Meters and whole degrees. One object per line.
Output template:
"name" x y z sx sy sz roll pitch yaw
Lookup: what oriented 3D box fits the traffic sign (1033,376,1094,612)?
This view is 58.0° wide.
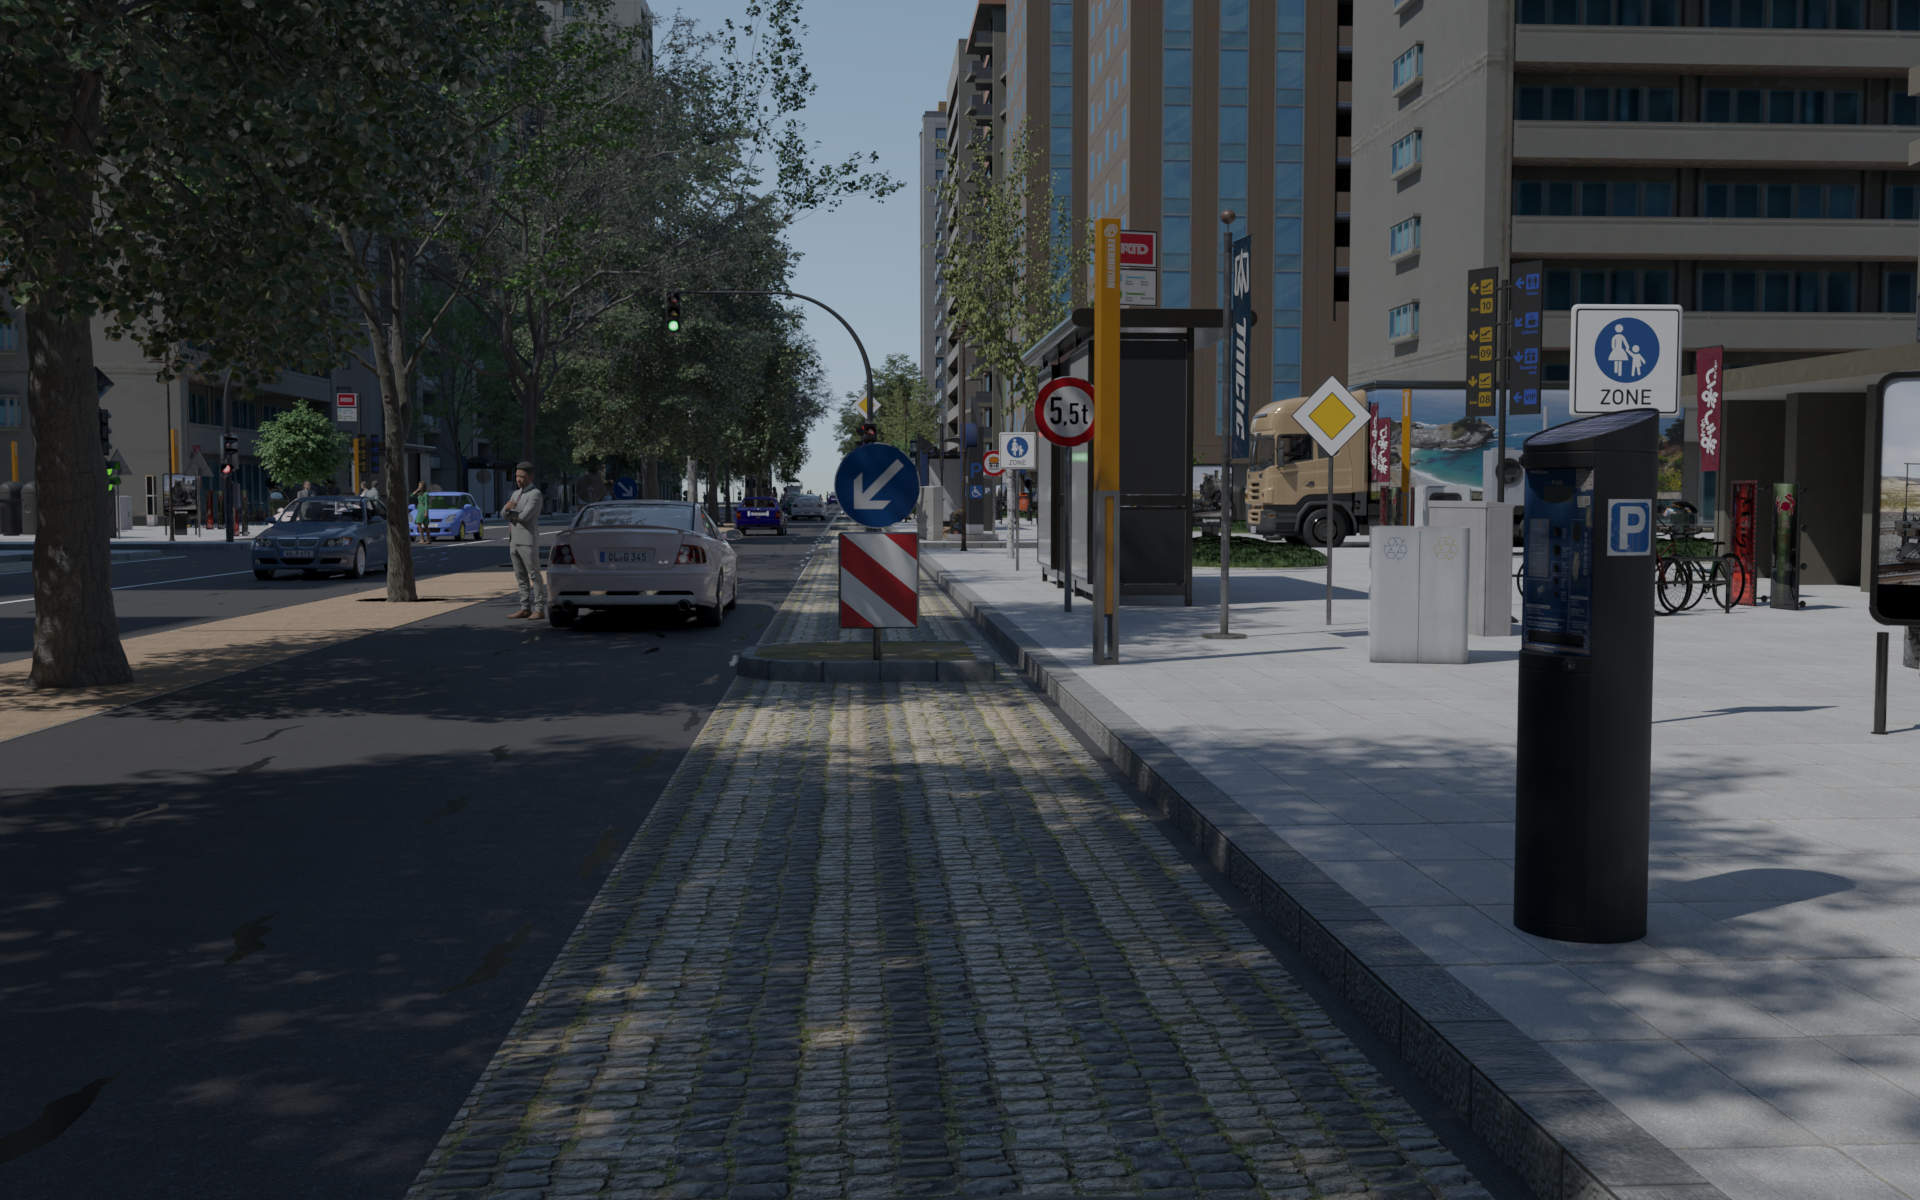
"traffic sign" 1.177 -1.143 18.797 0.768 2.556 0.104 0 4 1

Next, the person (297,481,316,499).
"person" -18.783 -2.523 49.847 0.767 1.812 0.694 3 5 43

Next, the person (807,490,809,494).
"person" -15.127 -10.053 172.883 1.348 1.822 0.705 3 5 39

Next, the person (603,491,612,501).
"person" -21.352 -5.794 105.041 0.589 1.601 0.330 0 4 -3

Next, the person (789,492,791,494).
"person" -22.349 -13.323 227.042 1.217 1.736 0.721 -3 5 -42

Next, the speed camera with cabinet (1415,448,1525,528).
"speed camera with cabinet" 10.178 -2.462 34.583 2.038 3.252 0.660 0 4 -1

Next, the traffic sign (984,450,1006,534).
"traffic sign" 0.985 -3.066 50.238 0.768 2.556 0.104 0 4 1

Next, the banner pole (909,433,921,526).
"banner pole" -1.798 -4.934 70.692 0.401 3.779 0.863 -3 5 -43

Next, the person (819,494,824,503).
"person" -10.802 -7.469 133.885 0.557 1.426 1.065 -3 4 -39

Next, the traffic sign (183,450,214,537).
"traffic sign" -22.560 -3.138 51.312 0.884 2.594 0.081 0 4 -3

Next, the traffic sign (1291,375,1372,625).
"traffic sign" 3.609 -0.961 16.892 0.795 2.450 0.064 0 4 -3

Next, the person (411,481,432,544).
"person" -15.254 -2.479 49.287 0.600 1.795 0.529 3 5 39

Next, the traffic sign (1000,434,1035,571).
"traffic sign" 0.959 -1.636 28.876 0.606 2.300 0.079 0 4 6

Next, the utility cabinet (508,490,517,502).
"utility cabinet" -25.748 -5.652 101.089 1.173 1.500 0.318 -3 4 -38

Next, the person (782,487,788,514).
"person" -9.770 -5.368 96.282 0.388 1.821 0.555 -1 4 -19

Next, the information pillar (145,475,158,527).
"information pillar" -31.773 -3.889 68.085 0.304 2.012 0.304 0 4 1

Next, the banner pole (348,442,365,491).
"banner pole" -25.558 -5.111 73.581 0.863 3.779 0.401 0 4 -3

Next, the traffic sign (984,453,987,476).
"traffic sign" 0.574 -3.204 52.484 0.768 2.556 0.104 0 4 4

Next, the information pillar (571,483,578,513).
"information pillar" -26.441 -6.994 118.848 0.304 2.012 0.304 1 4 17

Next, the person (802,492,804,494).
"person" -20.792 -13.423 228.692 1.217 1.736 0.721 0 4 6

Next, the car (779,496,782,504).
"car" -25.325 -14.626 251.720 1.945 1.354 3.894 0 4 -2

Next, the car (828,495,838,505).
"car" -16.356 -12.998 225.100 1.945 1.354 3.894 0 4 -5

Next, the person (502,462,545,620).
"person" -5.020 -0.681 19.811 0.511 1.800 0.466 2 4 29

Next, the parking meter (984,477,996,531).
"parking meter" 1.005 -3.305 59.744 0.399 1.863 0.255 1 4 23

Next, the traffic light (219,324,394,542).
"traffic light" -17.341 -4.373 46.168 4.771 5.953 1.251 0 4 -4

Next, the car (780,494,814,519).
"car" -9.526 -5.494 101.633 2.131 1.459 4.920 0 4 -3

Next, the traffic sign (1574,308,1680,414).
"traffic sign" 3.601 -0.448 9.448 0.606 2.300 0.079 0 4 -3

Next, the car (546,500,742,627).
"car" -3.606 -0.473 20.102 2.083 1.381 4.827 0 4 -4

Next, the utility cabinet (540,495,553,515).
"utility cabinet" -25.685 -5.868 107.101 1.020 1.237 0.306 1 4 9

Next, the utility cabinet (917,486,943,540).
"utility cabinet" -0.844 -2.403 47.975 0.318 1.500 1.173 -2 4 -23

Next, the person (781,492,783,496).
"person" -28.421 -16.314 275.951 1.217 1.735 0.721 -3 4 -38

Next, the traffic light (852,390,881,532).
"traffic light" -2.546 -3.556 47.061 0.839 4.253 0.868 0 4 -4

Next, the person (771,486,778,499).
"person" -9.338 -4.793 86.873 0.388 1.821 0.555 2 4 26

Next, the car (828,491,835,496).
"car" -17.394 -14.364 243.526 2.281 1.827 5.304 0 4 -2

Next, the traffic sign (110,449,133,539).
"traffic sign" -24.022 -3.022 49.410 0.884 2.594 0.081 0 4 1

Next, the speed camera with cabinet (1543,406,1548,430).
"speed camera with cabinet" 13.880 -2.749 39.286 2.038 3.252 0.660 0 4 0

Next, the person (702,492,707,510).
"person" -22.414 -8.663 151.616 0.415 1.643 0.593 -3 4 -36

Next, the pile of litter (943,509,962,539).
"pile of litter" -0.346 -2.221 50.279 1.176 0.858 1.719 1 4 21

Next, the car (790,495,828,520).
"car" -8.354 -5.093 95.627 2.083 1.381 4.827 0 4 -4

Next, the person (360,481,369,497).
"person" -18.200 -2.733 53.200 0.654 1.822 0.581 -2 4 -27

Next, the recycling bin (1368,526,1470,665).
"recycling bin" 3.542 -0.052 13.409 0.722 1.027 0.722 1 4 12

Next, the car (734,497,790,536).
"car" -6.939 -2.927 60.429 1.945 1.354 3.894 0 4 -4

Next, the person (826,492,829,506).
"person" -15.847 -12.033 205.957 0.721 1.735 1.217 0 4 -1

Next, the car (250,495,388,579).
"car" -11.152 -1.149 30.785 2.014 1.417 4.499 0 4 -5

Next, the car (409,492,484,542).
"car" -15.864 -2.672 53.275 1.945 1.707 3.694 0 4 -2

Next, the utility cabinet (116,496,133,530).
"utility cabinet" -29.951 -3.108 61.971 0.306 1.237 1.020 0 4 -5

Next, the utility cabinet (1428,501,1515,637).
"utility cabinet" 4.723 -0.299 16.044 0.306 1.237 1.020 -1 4 -15

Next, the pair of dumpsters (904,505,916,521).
"pair of dumpsters" -2.140 -5.060 85.228 1.574 2.255 4.437 0 4 -3

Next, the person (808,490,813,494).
"person" -12.572 -8.389 145.757 1.348 1.812 0.705 0 4 6

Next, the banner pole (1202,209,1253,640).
"banner pole" 2.396 -1.535 15.115 0.401 3.779 0.863 -1 4 -9

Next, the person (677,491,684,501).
"person" -24.539 -8.733 151.999 0.721 1.736 1.217 -3 5 -40

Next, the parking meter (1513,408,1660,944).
"parking meter" 1.830 0.204 5.073 0.372 1.533 0.369 0 3 0

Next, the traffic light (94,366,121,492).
"traffic light" -18.930 -3.004 38.035 0.839 4.253 0.868 0 4 -4

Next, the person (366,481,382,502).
"person" -16.687 -2.498 49.435 0.635 1.810 0.391 2 4 32

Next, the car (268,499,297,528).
"car" -19.687 -2.492 53.103 2.083 1.381 4.827 0 4 -4

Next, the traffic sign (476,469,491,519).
"traffic sign" -24.148 -5.365 87.828 0.768 2.556 0.104 0 4 -2
